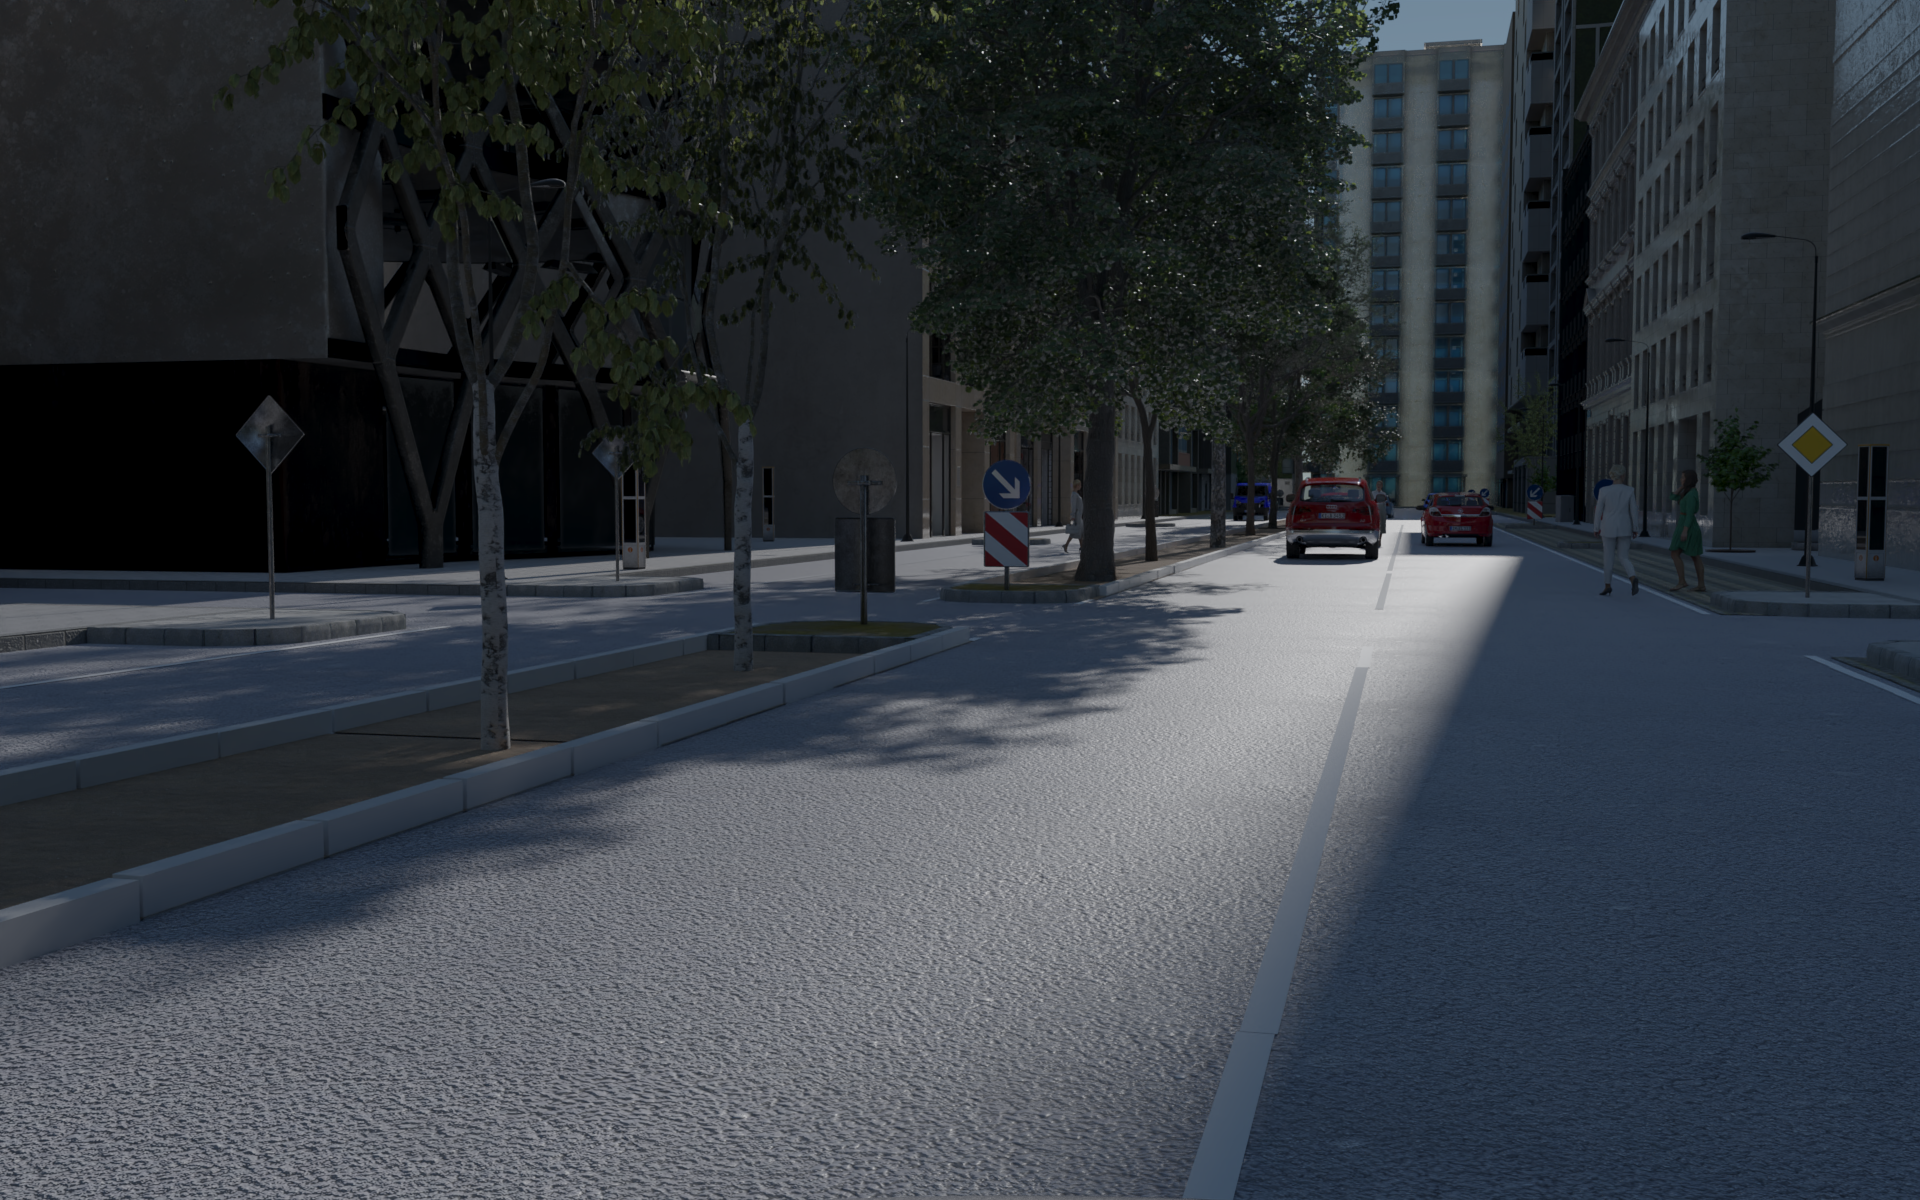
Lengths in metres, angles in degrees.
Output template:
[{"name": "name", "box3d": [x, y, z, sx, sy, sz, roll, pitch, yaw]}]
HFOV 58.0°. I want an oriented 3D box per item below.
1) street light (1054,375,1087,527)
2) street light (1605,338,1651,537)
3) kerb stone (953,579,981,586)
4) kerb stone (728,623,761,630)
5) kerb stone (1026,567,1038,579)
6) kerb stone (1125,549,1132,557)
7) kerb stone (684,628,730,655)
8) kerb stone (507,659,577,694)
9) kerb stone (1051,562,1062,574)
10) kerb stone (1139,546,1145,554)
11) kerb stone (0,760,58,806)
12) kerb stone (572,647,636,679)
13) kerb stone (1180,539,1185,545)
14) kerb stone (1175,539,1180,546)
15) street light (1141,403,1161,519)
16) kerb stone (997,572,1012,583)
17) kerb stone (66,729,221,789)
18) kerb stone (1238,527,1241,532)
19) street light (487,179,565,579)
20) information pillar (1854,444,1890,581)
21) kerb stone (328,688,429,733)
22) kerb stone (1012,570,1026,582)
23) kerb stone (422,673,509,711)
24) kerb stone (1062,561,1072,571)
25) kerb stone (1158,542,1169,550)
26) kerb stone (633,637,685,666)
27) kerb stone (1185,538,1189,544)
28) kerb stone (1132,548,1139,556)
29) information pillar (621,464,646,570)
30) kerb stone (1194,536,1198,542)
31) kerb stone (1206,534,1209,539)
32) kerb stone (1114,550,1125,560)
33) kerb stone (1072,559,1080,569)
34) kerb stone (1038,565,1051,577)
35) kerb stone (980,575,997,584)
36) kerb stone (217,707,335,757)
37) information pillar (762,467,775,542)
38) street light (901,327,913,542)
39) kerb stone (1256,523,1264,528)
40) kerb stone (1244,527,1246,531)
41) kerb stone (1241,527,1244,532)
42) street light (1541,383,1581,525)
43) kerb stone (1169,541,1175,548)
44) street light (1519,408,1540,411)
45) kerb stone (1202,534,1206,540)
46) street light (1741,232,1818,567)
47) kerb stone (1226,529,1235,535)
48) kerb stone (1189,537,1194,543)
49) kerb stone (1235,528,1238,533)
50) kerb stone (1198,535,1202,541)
[{"name": "street light", "box3d": [4.398, -5.799, 67.360, 1.470, 5.913, 1.316, 1, 4, 15]}, {"name": "street light", "box3d": [19.883, -4.835, 51.588, 1.470, 5.913, 1.316, 1, 4, 15]}, {"name": "kerb stone", "box3d": [0.083, -0.180, 25.233, 0.120, 0.150, 1.000, 1, 4, 15]}, {"name": "kerb stone", "box3d": [-2.116, 0.333, 16.793, 0.120, 0.150, 1.000, 1, 4, 15]}, {"name": "kerb stone", "box3d": [1.116, -0.427, 29.194, 0.120, 0.150, 1.000, 1, 4, 15]}, {"name": "kerb stone", "box3d": [3.700, -1.031, 39.116, 0.120, 0.150, 1.000, 1, 4, 15]}, {"name": "kerb stone", "box3d": [-2.371, 0.391, 15.803, 0.120, 0.150, 1.000, 1, 4, 15]}, {"name": "kerb stone", "box3d": [-3.148, 0.575, 12.831, 0.120, 0.150, 1.000, 1, 4, 15]}, {"name": "kerb stone", "box3d": [1.640, -0.547, 31.180, 0.120, 0.150, 1.000, 1, 4, 15]}, {"name": "kerb stone", "box3d": [4.228, -1.156, 41.097, 0.120, 0.150, 1.000, 1, 4, 15]}, {"name": "kerb stone", "box3d": [-4.439, 0.876, 7.870, 0.120, 0.150, 1.000, 1, 4, 15]}, {"name": "kerb stone", "box3d": [-2.883, 0.512, 13.821, 0.120, 0.150, 1.000, 1, 4, 15]}, {"name": "kerb stone", "box3d": [6.038, -1.579, 48.058, 0.120, 0.150, 1.000, 1, 4, 15]}, {"name": "kerb stone", "box3d": [5.775, -1.521, 47.065, 0.120, 0.150, 1.000, 1, 4, 15]}, {"name": "street light", "box3d": [9.908, -7.072, 88.160, 1.470, 5.913, 1.316, 1, 4, 15]}, {"name": "kerb stone", "box3d": [0.600, -0.307, 27.216, 0.120, 0.150, 1.000, 1, 4, 15]}, {"name": "kerb stone", "box3d": [-4.179, 0.816, 8.861, 0.120, 0.150, 1.000, 1, 4, 15]}, {"name": "kerb stone", "box3d": [10.175, -2.552, 63.955, 0.120, 0.150, 1.000, 1, 4, 15]}, {"name": "street light", "box3d": [-6.492, -3.258, 25.809, 1.470, 5.913, 1.316, 1, 4, 15]}, {"name": "information pillar", "box3d": [13.500, -1.294, 25.648, 0.304, 2.012, 0.304, 0, 4, -5]}, {"name": "kerb stone", "box3d": [-3.673, 0.699, 10.855, 0.120, 0.150, 1.000, 1, 4, 15]}, {"name": "kerb stone", "box3d": [0.861, -0.367, 28.204, 0.120, 0.150, 1.000, 1, 4, 15]}, {"name": "kerb stone", "box3d": [-3.409, 0.633, 11.843, 0.120, 0.150, 1.000, 1, 4, 15]}, {"name": "kerb stone", "box3d": [1.889, -0.611, 32.177, 0.120, 0.150, 1.000, 1, 4, 15]}, {"name": "kerb stone", "box3d": [5.253, -1.400, 45.083, 0.120, 0.150, 1.000, 1, 4, 15]}, {"name": "kerb stone", "box3d": [-2.630, 0.452, 14.812, 0.120, 0.150, 1.000, 1, 4, 15]}, {"name": "kerb stone", "box3d": [6.291, -1.642, 49.048, 0.120, 0.150, 1.000, 1, 4, 15]}, {"name": "kerb stone", "box3d": [3.957, -1.096, 40.111, 0.120, 0.150, 1.000, 1, 4, 15]}, {"name": "information pillar", "box3d": [-5.551, -1.527, 29.455, 0.304, 2.012, 0.304, 1, 4, 16]}, {"name": "kerb stone", "box3d": [6.812, -1.764, 51.033, 0.120, 0.150, 1.000, 1, 4, 15]}, {"name": "kerb stone", "box3d": [7.581, -1.946, 54.020, 0.120, 0.150, 1.000, 1, 4, 15]}, {"name": "kerb stone", "box3d": [3.444, -0.972, 38.126, 0.120, 0.150, 1.000, 1, 4, 15]}, {"name": "kerb stone", "box3d": [2.146, -0.671, 33.167, 0.120, 0.150, 1.000, 1, 4, 15]}, {"name": "kerb stone", "box3d": [1.379, -0.489, 30.192, 0.120, 0.150, 1.000, 1, 4, 15]}, {"name": "kerb stone", "box3d": [0.341, -0.245, 26.223, 0.120, 0.150, 1.000, 1, 4, 15]}, {"name": "kerb stone", "box3d": [-3.926, 0.759, 9.851, 0.120, 0.150, 1.000, 1, 4, 15]}, {"name": "information pillar", "box3d": [-5.168, -2.586, 46.773, 0.304, 2.012, 0.304, 0, 3, 0]}, {"name": "street light", "box3d": [-0.903, -4.526, 46.547, 1.470, 5.913, 1.316, 1, 4, 15]}, {"name": "kerb stone", "box3d": [12.751, -3.160, 73.889, 0.120, 0.150, 1.000, 1, 4, 15]}, {"name": "kerb stone", "box3d": [10.686, -2.675, 65.937, 0.120, 0.150, 1.000, 1, 4, 15]}, {"name": "kerb stone", "box3d": [10.434, -2.614, 64.944, 0.120, 0.150, 1.000, 1, 4, 15]}, {"name": "street light", "box3d": [25.330, -6.118, 72.563, 1.470, 5.913, 1.316, 1, 4, 15]}, {"name": "kerb stone", "box3d": [5.528, -1.460, 46.072, 0.120, 0.150, 1.000, 1, 4, 15]}, {"name": "street light", "box3d": [30.825, -7.387, 93.325, 1.470, 5.913, 1.316, 1, 4, 15]}, {"name": "kerb stone", "box3d": [7.326, -1.885, 53.019, 0.120, 0.150, 1.000, 1, 4, 15]}, {"name": "street light", "box3d": [14.555, -3.562, 30.782, 1.470, 5.913, 1.316, 1, 4, 15]}, {"name": "kerb stone", "box3d": [9.655, -2.430, 61.971, 0.120, 0.150, 1.000, 1, 4, 15]}, {"name": "kerb stone", "box3d": [6.554, -1.701, 50.037, 0.120, 0.150, 1.000, 1, 4, 15]}, {"name": "kerb stone", "box3d": [9.910, -2.490, 62.962, 0.120, 0.150, 1.000, 1, 4, 15]}, {"name": "kerb stone", "box3d": [7.062, -1.824, 52.024, 0.120, 0.150, 1.000, 1, 4, 15]}]
